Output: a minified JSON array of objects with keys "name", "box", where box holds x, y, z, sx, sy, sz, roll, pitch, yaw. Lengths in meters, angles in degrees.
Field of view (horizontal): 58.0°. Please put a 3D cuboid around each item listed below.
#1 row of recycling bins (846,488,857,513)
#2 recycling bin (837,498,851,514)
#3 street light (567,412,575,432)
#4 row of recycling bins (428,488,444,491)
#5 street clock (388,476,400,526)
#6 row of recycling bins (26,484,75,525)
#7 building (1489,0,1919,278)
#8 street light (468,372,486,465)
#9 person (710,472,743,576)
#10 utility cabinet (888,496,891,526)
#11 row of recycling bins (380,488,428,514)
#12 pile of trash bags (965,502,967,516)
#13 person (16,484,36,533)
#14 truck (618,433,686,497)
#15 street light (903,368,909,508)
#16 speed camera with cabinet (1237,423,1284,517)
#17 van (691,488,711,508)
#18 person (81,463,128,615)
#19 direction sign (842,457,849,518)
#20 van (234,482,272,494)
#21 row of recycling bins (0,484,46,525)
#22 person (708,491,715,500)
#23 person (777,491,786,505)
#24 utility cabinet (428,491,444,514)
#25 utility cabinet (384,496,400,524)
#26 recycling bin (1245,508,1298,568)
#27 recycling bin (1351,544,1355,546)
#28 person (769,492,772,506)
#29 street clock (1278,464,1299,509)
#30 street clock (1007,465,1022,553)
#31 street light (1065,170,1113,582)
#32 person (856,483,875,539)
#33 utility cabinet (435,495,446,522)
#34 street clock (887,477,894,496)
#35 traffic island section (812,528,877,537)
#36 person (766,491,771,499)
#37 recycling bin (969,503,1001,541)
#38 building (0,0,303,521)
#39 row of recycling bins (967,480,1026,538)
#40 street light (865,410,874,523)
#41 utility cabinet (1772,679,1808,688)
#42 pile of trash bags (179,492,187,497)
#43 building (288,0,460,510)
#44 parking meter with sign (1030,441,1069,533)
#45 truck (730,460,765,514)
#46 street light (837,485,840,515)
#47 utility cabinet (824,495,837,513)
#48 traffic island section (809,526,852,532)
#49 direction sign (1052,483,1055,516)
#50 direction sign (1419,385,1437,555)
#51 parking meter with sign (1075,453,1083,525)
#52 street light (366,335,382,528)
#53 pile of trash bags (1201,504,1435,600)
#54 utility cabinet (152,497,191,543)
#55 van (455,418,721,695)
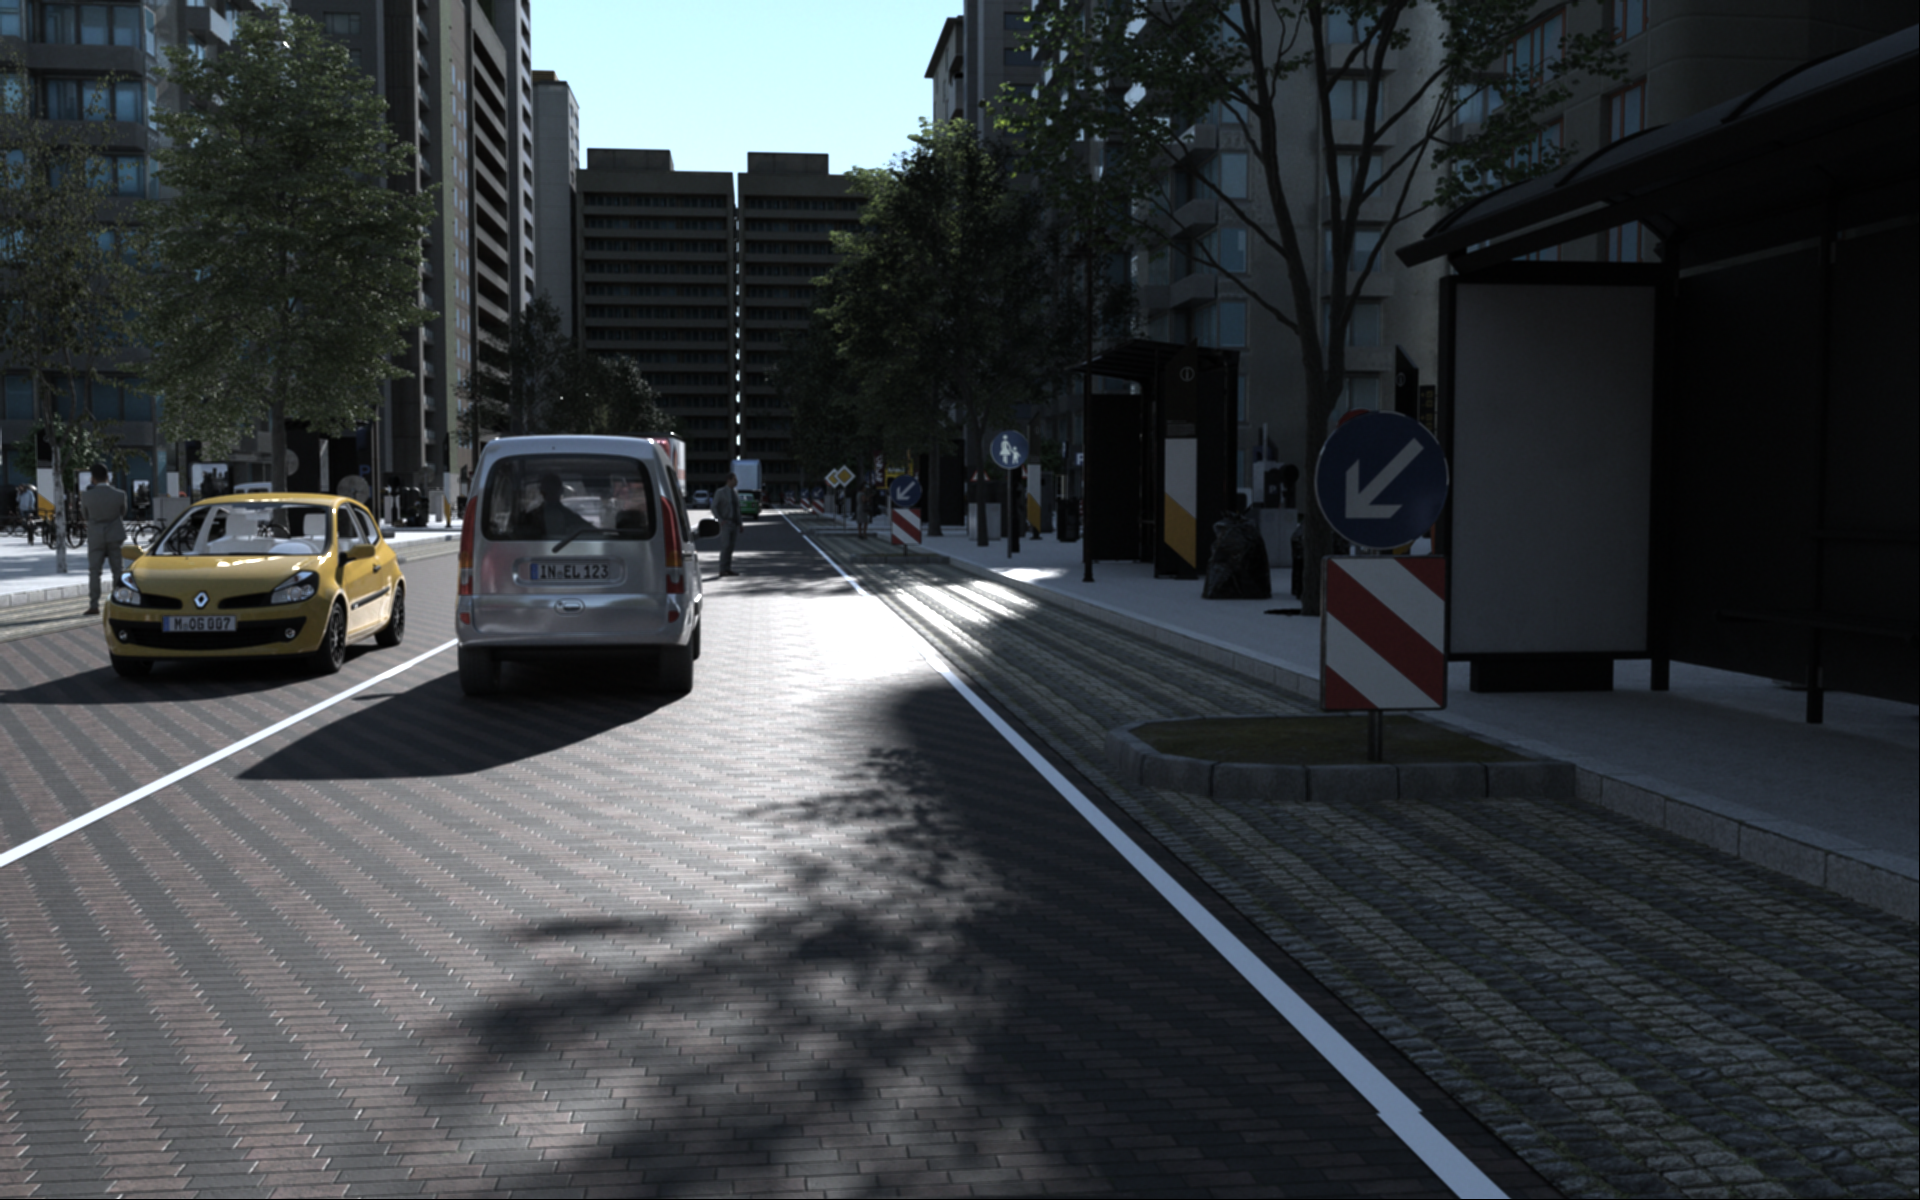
[{"name":"row of recycling bins","box":[-7.676,-6.876,119.539,1.069,1.692,3.534,0,4,8]},{"name":"recycling bin","box":[-7.676,-6.247,114.686,0.722,1.027,0.722,3,5,44]},{"name":"street light","box":[-21.892,-7.634,97.596,0.468,5.910,1.993,0,4,-7]},{"name":"row of recycling bins","box":[-35.390,-6.704,116.724,1.069,1.692,3.534,-3,4,-36]},{"name":"street clock","box":[-22.541,-3.942,69.022,0.358,2.002,0.471,1,4,18]},{"name":"row of recycling bins","box":[-37.594,-3.977,72.142,1.069,1.692,3.534,-1,4,-10]},{"name":"building","box":[28.742,-11.360,30.777,27.650,21.520,28.899,0,4,-7]},{"name":"street light","box":[-18.217,-5.662,65.361,0.468,5.910,1.993,0,4,-7]},{"name":"person","box":[-4.076,-1.335,30.432,0.391,1.810,0.635,2,4,27]},{"name":"utility cabinet","box":[-2.691,-3.610,70.187,0.306,1.237,1.020,-1,4,-13]},{"name":"row of recycling bins","box":[-36.210,-6.410,111.914,3.534,1.692,1.069,2,4,31]},{"name":"pile of trash bags","box":[-0.597,-5.761,103.948,1.912,1.369,3.447,-1,4,-8]},{"name":"person","box":[-32.255,-3.129,59.917,0.793,1.790,0.793,-2,4,-31]},{"name":"truck","box":[-14.522,-5.648,81.266,2.839,4.237,11.283,0,4,-5]},{"name":"street light","box":[-1.816,-5.235,58.384,0.468,5.910,1.993,0,4,-7]},{"name":"speed camera with cabinet","box":[7.967,-3.274,47.867,2.038,3.252,0.660,-2,4,-26]},{"name":"van","box":[-26.845,-10.573,179.872,2.013,2.044,4.112,0,4,-5]},{"name":"person","box":[-10.191,-0.730,20.624,0.511,1.800,0.466,-3,5,-43]},{"name":"direction sign","box":[-6.283,-6.280,94.673,0.379,3.537,0.876,0,4,2]},{"name":"van","box":[-24.795,-3.242,60.022,4.112,2.044,2.013,0,4,-7]},{"name":"row of recycling bins","box":[-40.299,-4.034,73.062,3.534,1.692,1.069,2,4,24]},{"name":"person","box":[-24.626,-10.041,173.394,1.217,1.735,0.721,-2,4,-28]},{"name":"person","box":[-20.645,-11.765,200.787,1.348,1.831,0.705,-3,5,-41]},{"name":"utility cabinet","box":[-32.511,-6.058,107.719,0.318,1.500,1.173,2,4,28]},{"name":"utility cabinet","box":[-24.216,-3.832,73.817,0.306,1.237,1.020,0,4,4]},{"name":"recycling bin","box":[5.440,-1.087,30.323,0.722,1.027,0.722,-1,4,-14]},{"name":"recycling bin","box":[10.067,-1.881,43.303,0.722,1.027,0.722,-1,4,-14]},{"name":"person","box":[-23.875,-12.676,216.427,0.721,1.739,1.217,3,4,36]},{"name":"street clock","box":[8.031,-2.313,42.387,0.471,2.002,0.358,-2,4,-28]},{"name":"street clock","box":[1.196,-2.043,37.978,0.358,2.002,0.471,-1,4,-14]},{"name":"street light","box":[1.879,-3.204,25.166,0.468,5.910,1.993,0,4,-7]},{"name":"person","box":[-2.959,-2.787,54.433,0.532,1.782,0.716,-1,4,-20]},{"name":"utility cabinet","box":[-23.896,-4.189,79.658,0.306,1.237,1.020,0,4,-6]},{"name":"street clock","box":[-2.965,-4.272,74.410,0.358,2.002,0.471,1,4,15]},{"name":"traffic island section","box":[-3.882,-2.223,58.627,2.009,0.180,2.903,0,4,-7]},{"name":"person","box":[-19.497,-10.225,176.194,0.721,1.766,1.217,1,4,11]},{"name":"recycling bin","box":[0.682,-2.168,48.000,0.722,1.027,0.722,-1,4,-19]},{"name":"building","box":[-49.355,-28.959,93.091,23.786,49.044,30.456,0,4,-7]},{"name":"row of recycling bins","box":[1.055,-2.789,52.718,1.069,1.692,3.534,-1,4,-18]},{"name":"street light","box":[-3.925,-6.307,75.900,0.468,5.910,1.993,0,4,-7]},{"name":"utility cabinet","box":[6.005,-0.165,11.370,1.173,1.500,0.318,0,4,2]},{"name":"pile of trash bags","box":[-29.327,-3.556,67.888,1.912,1.369,3.447,2,4,31]},{"name":"building","box":[-46.131,-27.277,129.570,14.154,41.232,14.086,0,4,-7]},{"name":"parking meter with sign","box":[2.673,-3.728,57.220,1.738,3.016,0.543,-1,4,-10]},{"name":"truck","box":[-16.151,-8.557,129.659,2.967,4.110,18.799,0,4,-6]},{"name":"street light","box":[-7.585,-8.278,108.137,0.468,5.910,1.993,0,4,-7]},{"name":"utility cabinet","box":[-8.636,-6.463,116.838,1.020,1.237,0.306,0,4,8]},{"name":"traffic island section","box":[-4.794,-2.708,66.560,2.009,0.180,2.903,0,4,-7]},{"name":"direction sign","box":[5.417,-6.724,101.935,0.876,3.537,0.379,0,4,6]},{"name":"direction sign","box":[9.919,-2.688,35.947,0.876,3.537,0.379,3,5,40]},{"name":"parking meter with sign","box":[5.374,-4.729,73.573,0.543,3.016,1.738,1,4,19]},{"name":"street light","box":[-16.159,-4.590,47.839,0.468,5.910,1.993,0,4,-7]},{"name":"pile of trash bags","box":[4.615,-0.708,21.328,3.447,1.369,1.912,2,4,25]},{"name":"utility cabinet","box":[-17.568,-1.693,38.849,0.306,1.237,1.020,2,4,26]},{"name":"van","box":[-2.927,-0.416,13.809,2.013,2.044,4.112,0,4,-7]}]
